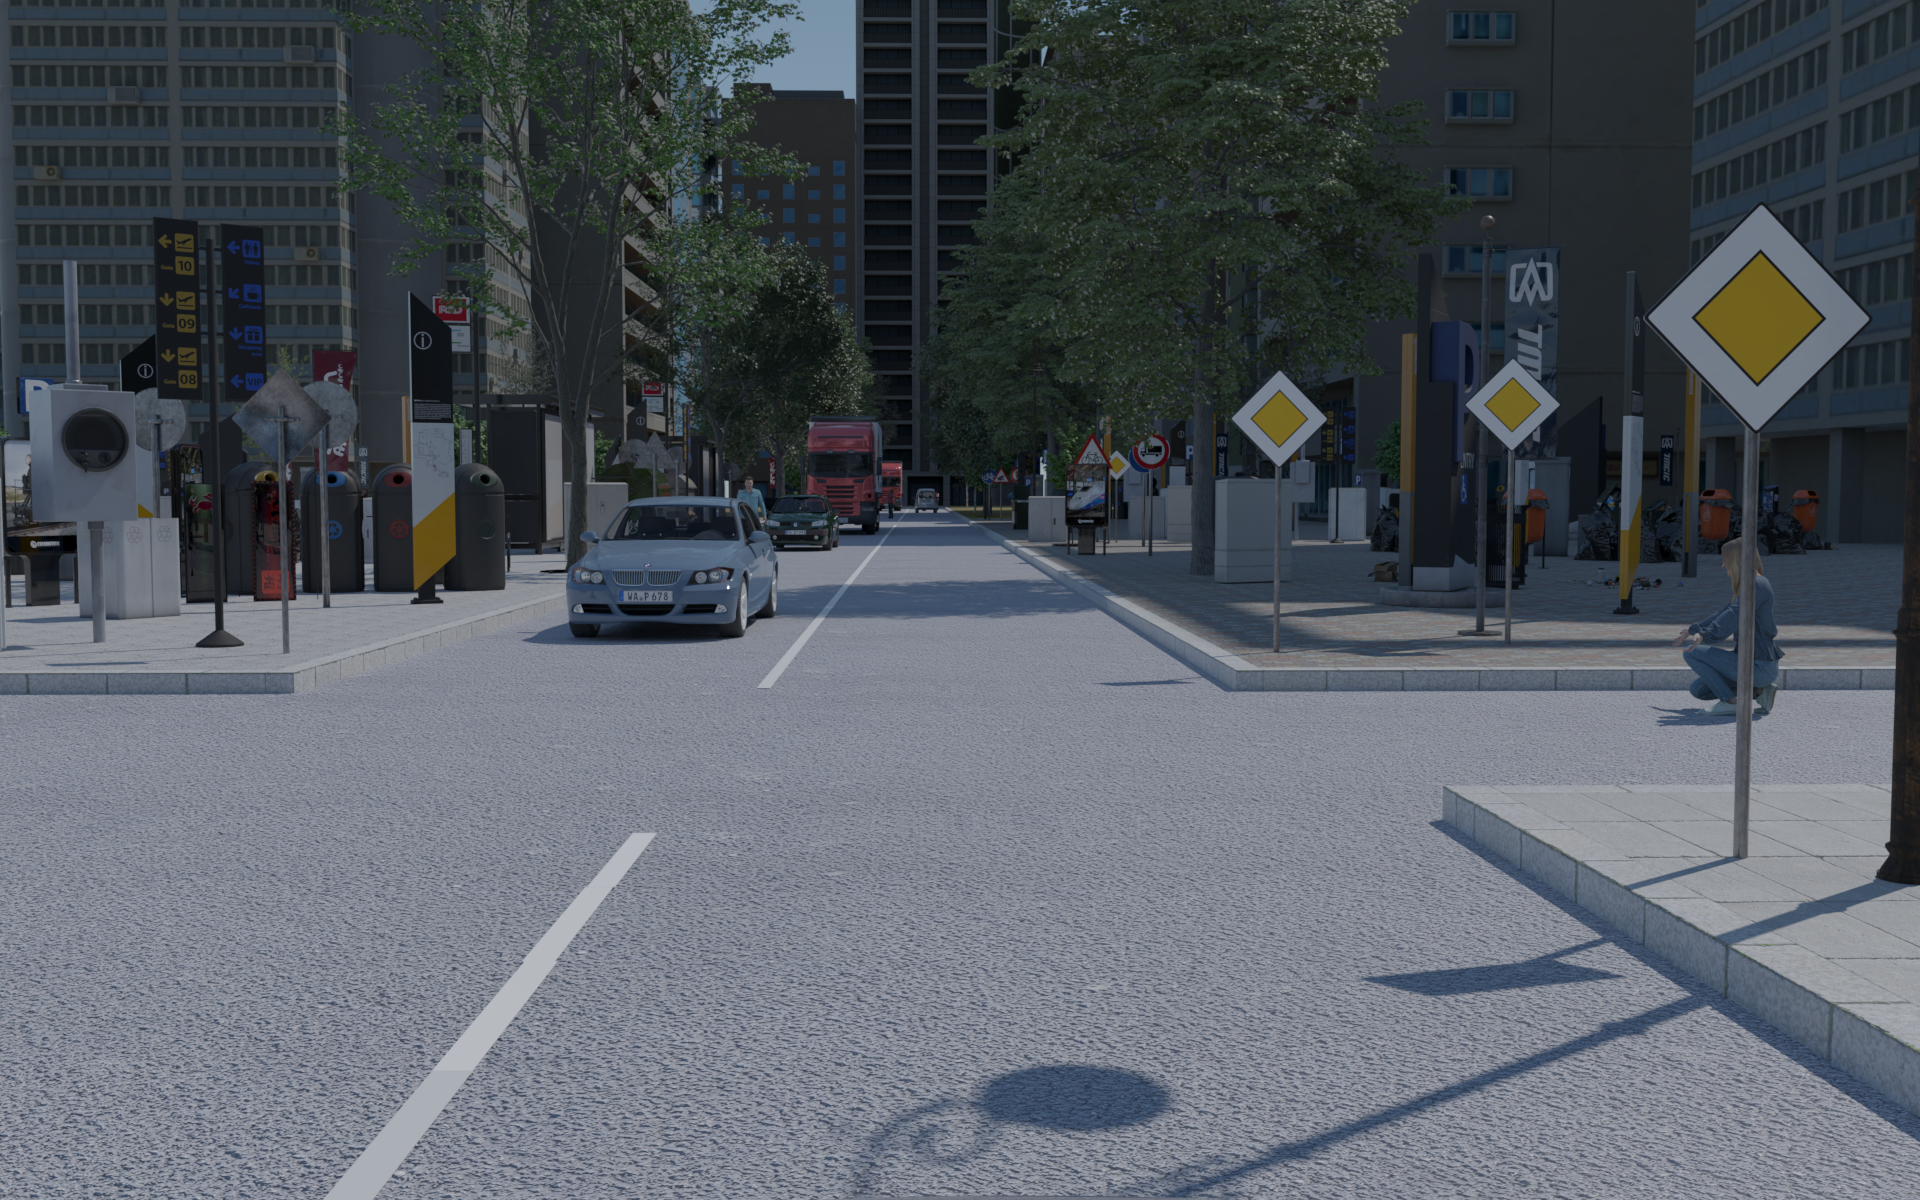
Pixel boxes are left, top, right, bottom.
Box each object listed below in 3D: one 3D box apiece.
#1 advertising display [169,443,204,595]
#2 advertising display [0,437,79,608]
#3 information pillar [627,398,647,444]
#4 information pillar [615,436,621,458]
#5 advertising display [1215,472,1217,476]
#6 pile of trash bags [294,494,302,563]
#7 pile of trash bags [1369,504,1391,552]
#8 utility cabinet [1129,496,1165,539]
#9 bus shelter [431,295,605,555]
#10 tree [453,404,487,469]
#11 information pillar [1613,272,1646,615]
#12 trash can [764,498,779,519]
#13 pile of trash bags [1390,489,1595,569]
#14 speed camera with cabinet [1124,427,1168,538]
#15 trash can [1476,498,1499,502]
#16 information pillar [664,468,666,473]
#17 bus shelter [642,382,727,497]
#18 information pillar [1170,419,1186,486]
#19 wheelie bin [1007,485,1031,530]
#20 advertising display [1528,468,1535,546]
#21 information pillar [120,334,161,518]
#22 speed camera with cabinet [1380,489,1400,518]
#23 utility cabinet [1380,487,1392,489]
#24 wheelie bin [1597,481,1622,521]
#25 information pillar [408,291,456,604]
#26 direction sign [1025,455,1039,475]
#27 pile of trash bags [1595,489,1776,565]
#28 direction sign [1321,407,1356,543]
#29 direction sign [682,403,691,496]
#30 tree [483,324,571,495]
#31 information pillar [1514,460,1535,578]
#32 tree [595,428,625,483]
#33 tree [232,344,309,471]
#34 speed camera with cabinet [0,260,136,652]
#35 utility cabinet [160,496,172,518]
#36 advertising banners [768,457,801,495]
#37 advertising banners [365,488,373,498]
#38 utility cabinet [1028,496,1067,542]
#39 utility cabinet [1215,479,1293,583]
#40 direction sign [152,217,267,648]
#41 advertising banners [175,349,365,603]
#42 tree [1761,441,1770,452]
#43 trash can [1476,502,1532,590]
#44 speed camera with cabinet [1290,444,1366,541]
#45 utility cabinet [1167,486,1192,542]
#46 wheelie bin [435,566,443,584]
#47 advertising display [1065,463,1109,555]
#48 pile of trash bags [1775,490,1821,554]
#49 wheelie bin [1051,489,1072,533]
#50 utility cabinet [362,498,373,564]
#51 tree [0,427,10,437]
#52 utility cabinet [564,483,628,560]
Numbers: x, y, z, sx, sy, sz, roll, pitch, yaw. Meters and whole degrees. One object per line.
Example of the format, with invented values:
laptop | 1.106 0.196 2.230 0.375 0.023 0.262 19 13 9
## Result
advertising display | -9.942 -1.046 22.322 0.123 1.923 0.974 0 4 -7
advertising display | -10.539 -0.895 19.852 0.123 1.923 0.974 2 4 27
information pillar | -7.877 -3.122 42.402 0.504 3.616 0.183 0 4 -4
information pillar | -13.666 -4.771 69.355 0.183 3.616 0.504 1 4 10
advertising display | 7.190 -2.733 49.896 0.123 1.923 0.974 2 4 27
pile of trash bags | -13.173 -1.360 31.991 1.912 1.369 3.447 1 4 13
pile of trash bags | 10.964 -1.757 38.475 3.447 1.369 1.912 0 4 -6
utility cabinet | 5.385 -2.366 49.845 1.020 1.237 0.306 0 4 5
bus shelter | -9.629 -3.678 37.764 2.179 5.291 8.768 0 4 -1
tree | -17.822 -4.746 61.315 4.285 4.588 4.351 0 3 0
information pillar | 7.191 -1.662 18.522 0.183 3.616 0.504 3 4 36
trash can | -7.141 -3.330 66.102 0.748 1.137 0.748 0 3 0
pile of trash bags | 9.494 -1.308 31.137 1.912 1.369 3.447 -1 4 -14
speed camera with cabinet | 5.859 -3.465 50.995 2.038 3.252 0.660 1 4 9
trash can | 17.783 -2.864 58.472 0.748 1.137 0.748 0 3 0
information pillar | -15.017 -5.917 88.093 0.504 3.616 0.183 1 4 11
bus shelter | -10.136 -5.259 63.614 2.179 5.291 8.768 0 4 -1
information pillar | 6.539 -3.707 51.965 0.504 3.616 0.183 -1 4 -16
wheelie bin | 2.182 -3.354 62.740 0.980 1.594 0.693 -1 4 -9
advertising display | 14.511 -2.313 43.038 0.974 1.923 0.123 -1 4 -15
information pillar | -11.897 -2.070 25.191 0.504 3.616 0.183 -2 4 -30
speed camera with cabinet | 14.203 -3.733 55.365 2.038 3.252 0.660 -2 4 -28
utility cabinet | 13.814 -2.964 57.136 0.318 1.500 1.173 -1 4 -15
wheelie bin | 16.050 -2.119 42.558 0.693 1.594 0.980 1 4 8
information pillar | -6.171 -1.765 20.216 0.504 3.616 0.183 -2 4 -29
direction sign | 3.422 -5.552 82.764 0.876 3.537 0.379 -2 4 -32
pile of trash bags | 13.231 -1.399 32.634 1.912 1.369 3.447 -1 4 -18
direction sign | 9.819 -3.244 45.031 0.876 3.537 0.379 0 4 7
direction sign | -6.860 -3.152 43.525 0.379 3.537 0.876 0 4 2
tree | -18.974 -7.618 74.918 4.360 8.622 3.978 0 3 0
information pillar | 8.655 -2.160 26.672 0.183 3.616 0.504 2 4 33
tree | -18.104 -6.310 86.889 4.285 4.588 4.351 0 3 0
tree | -33.523 -8.214 84.660 4.737 8.622 4.395 0 3 0
speed camera with cabinet | -7.892 -1.213 14.165 0.660 3.252 2.038 3 5 44
utility cabinet | -22.437 -2.305 48.849 1.020 1.237 0.306 -3 4 -39
advertising banners | -8.433 -5.324 83.230 0.090 3.025 2.074 3 5 43
advertising banners | -16.729 -3.188 48.318 2.074 3.025 0.090 0 4 2
utility cabinet | 2.354 -2.156 46.411 1.020 1.237 0.306 0 4 8
utility cabinet | 4.239 -1.000 25.036 1.173 1.500 0.318 -2 4 -29
direction sign | -6.246 -1.377 14.511 0.876 3.537 0.379 -3 5 -40
advertising banners | -8.245 -1.498 20.679 2.074 3.025 0.090 -2 4 -29
tree | 30.934 -7.009 64.961 4.737 8.622 4.395 0 3 0
trash can | 7.323 -0.718 23.393 0.748 1.137 0.748 0 3 0
speed camera with cabinet | 10.093 -3.253 47.523 2.038 3.252 0.660 1 4 10
utility cabinet | 5.948 -2.255 45.545 0.318 1.500 1.173 -2 4 -32
wheelie bin | -7.632 -1.031 24.765 0.980 1.594 0.693 -1 4 -17
advertising display | 2.663 -1.907 36.390 0.974 1.923 0.123 2 4 32
pile of trash bags | 17.416 -1.694 37.453 3.447 1.369 1.912 -2 4 -32
wheelie bin | 3.347 -2.986 56.732 0.693 1.594 0.980 -3 5 -44
utility cabinet | -10.934 -1.290 32.249 0.306 1.237 1.020 -2 4 -33
tree | -40.359 -5.342 71.055 4.285 4.588 4.351 0 3 0
utility cabinet | -6.995 -1.508 33.328 1.173 1.500 0.318 -1 4 -21
